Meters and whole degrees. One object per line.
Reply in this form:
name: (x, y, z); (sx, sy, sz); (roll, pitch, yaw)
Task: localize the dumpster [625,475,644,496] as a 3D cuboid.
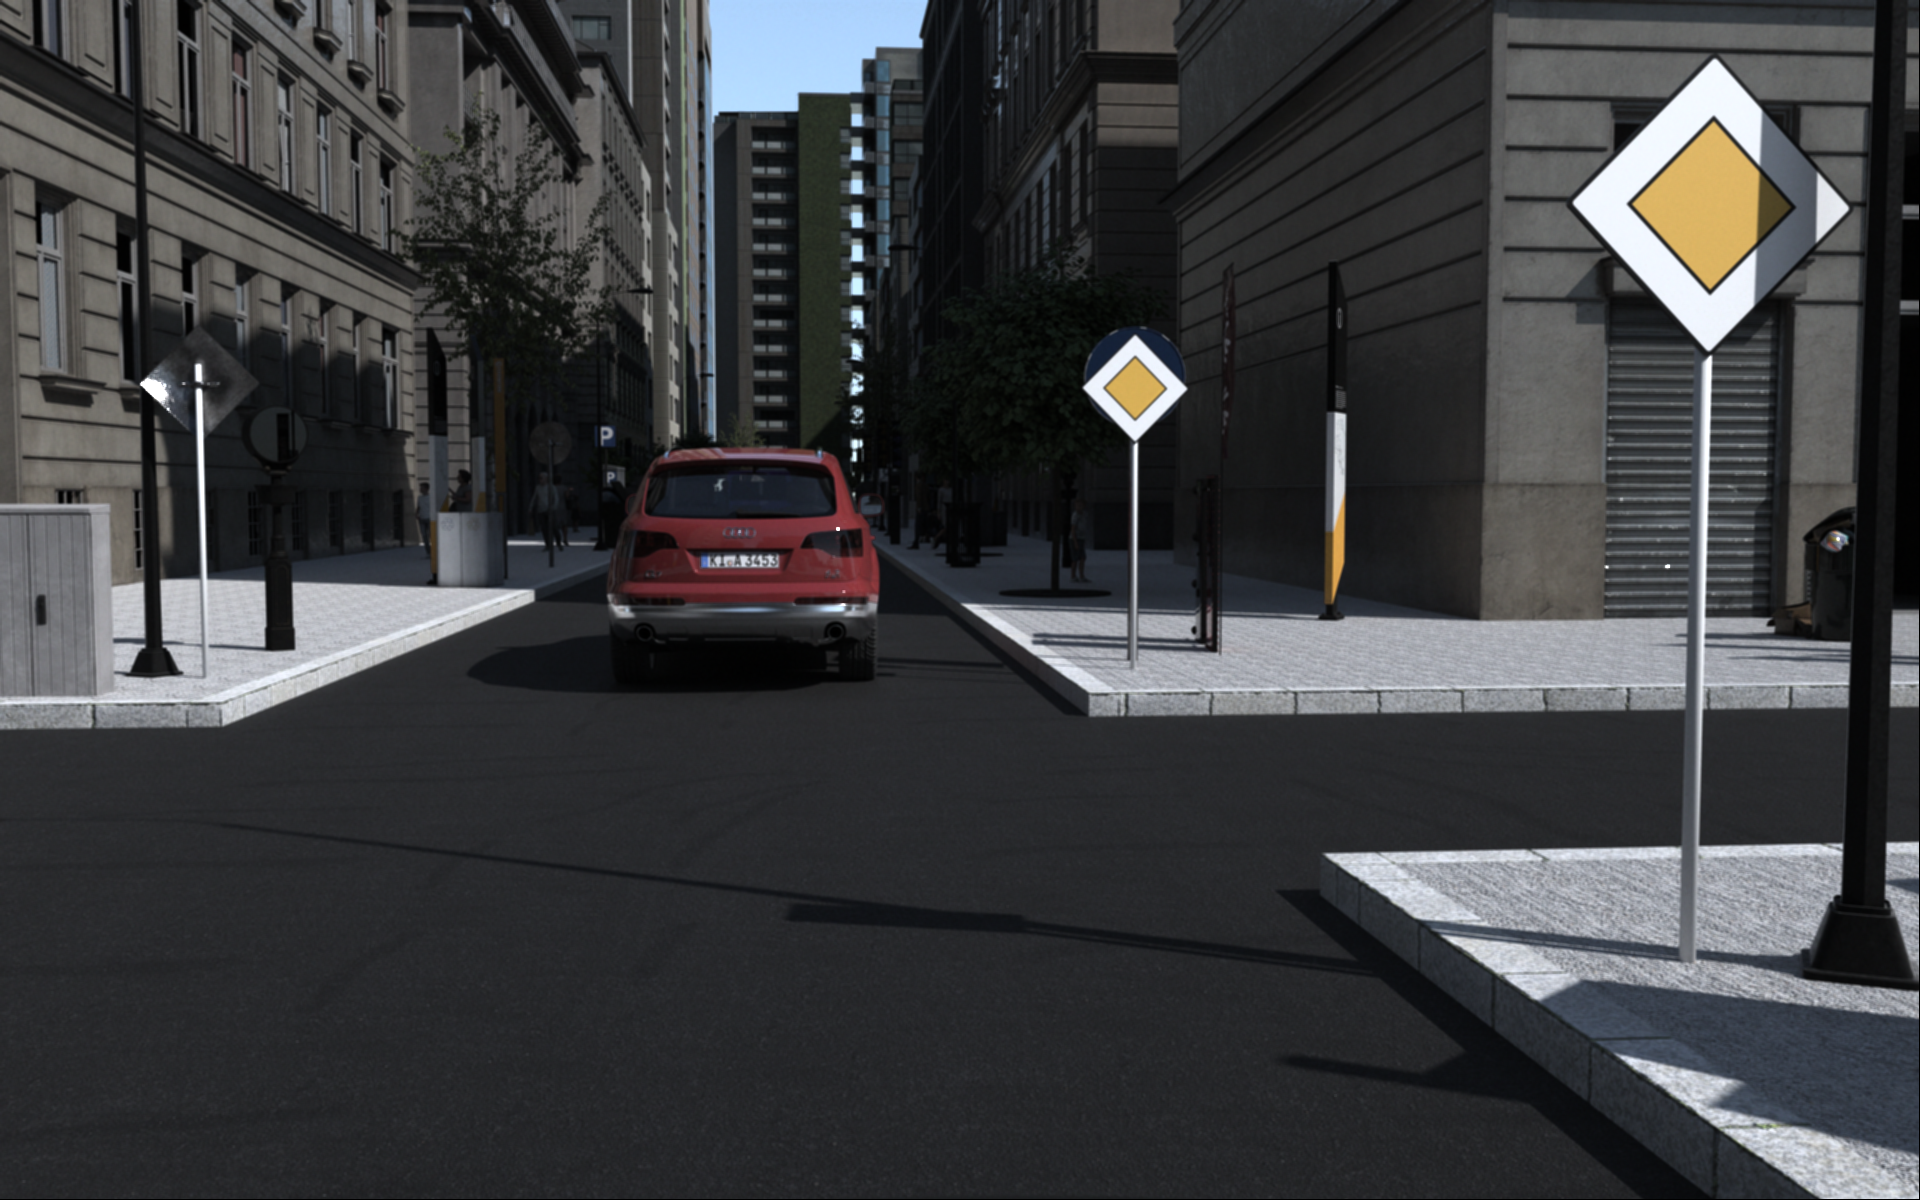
dumpster: (-9.527, -2.854, 52.419); (1.264, 1.857, 1.865); (0, 4, -5)

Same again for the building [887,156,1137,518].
building: (10.330, -15.860, 104.349); (27.650, 21.520, 28.899); (0, 4, -5)

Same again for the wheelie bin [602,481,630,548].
wheelie bin: (-8.153, -2.025, 41.010); (0.693, 1.594, 0.980); (0, 4, 6)

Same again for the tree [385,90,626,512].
tree: (-8.609, -5.040, 32.761); (4.737, 8.622, 4.395); (0, 3, 0)

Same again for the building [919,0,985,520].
building: (6.099, -17.293, 76.246); (14.314, 27.812, 24.014); (0, 4, -5)

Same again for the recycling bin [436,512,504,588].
recycling bin: (-6.797, -0.703, 24.051); (0.722, 1.027, 0.722); (0, 4, 4)

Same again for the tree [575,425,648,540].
tree: (-9.920, -3.279, 48.206); (1.663, 3.219, 1.824); (0, 3, 0)

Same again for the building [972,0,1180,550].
building: (7.560, -15.534, 51.237); (12.463, 27.353, 25.104); (0, 4, -5)

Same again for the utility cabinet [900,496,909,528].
utility cabinet: (-2.184, -3.323, 65.500); (0.306, 1.237, 1.020); (1, 4, 9)

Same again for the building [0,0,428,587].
building: (-19.465, -11.901, 27.872); (16.112, 22.955, 30.059); (0, 4, -5)

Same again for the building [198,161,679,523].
building: (-31.224, -15.587, 99.880); (27.650, 21.520, 28.899); (0, 4, -5)

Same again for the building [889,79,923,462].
building: (1.829, -21.599, 124.852); (14.160, 30.474, 14.107); (0, 4, -5)

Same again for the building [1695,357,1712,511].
building: (50.727, -30.558, 154.245); (28.867, 44.769, 22.147); (0, 4, -5)

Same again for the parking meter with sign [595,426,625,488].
parking meter with sign: (-8.959, -2.980, 44.981); (0.543, 3.016, 1.738); (0, 4, 4)

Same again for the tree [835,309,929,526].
tree: (-3.244, -7.311, 69.903); (4.737, 8.622, 4.395); (0, 3, 0)

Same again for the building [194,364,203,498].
building: (-78.900, -29.855, 142.761); (28.867, 44.769, 22.147); (0, 4, -5)

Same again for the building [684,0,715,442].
building: (-29.068, -30.651, 151.248); (14.200, 45.320, 14.600); (0, 4, -5)

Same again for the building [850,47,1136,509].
building: (3.319, -34.711, 187.137); (30.456, 49.044, 23.786); (0, 4, -5)

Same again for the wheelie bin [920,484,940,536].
wheelie bin: (-0.828, -2.735, 52.623); (0.693, 1.594, 0.980); (3, 5, 44)

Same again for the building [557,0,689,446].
building: (-26.624, -26.767, 121.239); (14.154, 41.232, 14.086); (0, 4, -5)

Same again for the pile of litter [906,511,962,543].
pile of litter: (-0.521, -1.933, 45.573); (1.719, 0.858, 1.176); (3, 5, 39)

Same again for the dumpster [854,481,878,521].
dumpster: (-4.232, -4.523, 79.710); (1.264, 1.857, 1.865); (0, 4, -5)

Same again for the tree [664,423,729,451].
tree: (-12.081, -5.890, 80.018); (4.285, 4.588, 4.351); (0, 3, 0)

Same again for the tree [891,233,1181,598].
tree: (1.141, -2.340, 21.971); (4.285, 4.588, 4.351); (0, 3, 0)

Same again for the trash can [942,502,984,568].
trash can: (0.056, -1.148, 30.428); (0.748, 1.137, 0.748); (0, 3, 0)

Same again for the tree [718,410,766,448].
tree: (-19.115, -12.298, 151.434); (4.737, 8.622, 4.395); (0, 3, 0)

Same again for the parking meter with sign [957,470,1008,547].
parking meter with sign: (0.475, -2.813, 42.251); (0.543, 3.016, 1.738); (3, 5, 39)

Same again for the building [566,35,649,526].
building: (-19.457, -13.916, 76.673); (9.793, 20.994, 18.267); (0, 4, -5)

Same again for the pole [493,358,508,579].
pole: (-6.918, -1.972, 26.079); (0.158, 3.312, 0.155); (0, 3, 0)

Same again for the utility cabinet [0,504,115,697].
utility cabinet: (-5.990, 0.007, 11.055); (1.020, 1.237, 0.306); (0, 4, -2)

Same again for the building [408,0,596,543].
building: (-19.743, -13.065, 55.410); (13.314, 21.916, 24.055); (0, 4, -5)

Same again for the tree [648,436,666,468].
tree: (-10.014, -3.871, 57.900); (1.663, 3.219, 1.824); (0, 3, 0)

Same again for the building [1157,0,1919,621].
building: (18.776, -11.747, 25.353); (30.059, 22.955, 16.112); (0, 4, -5)

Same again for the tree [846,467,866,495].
tree: (-6.767, -7.229, 112.798); (1.663, 3.219, 1.824); (0, 3, 0)

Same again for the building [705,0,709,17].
building: (-40.397, -39.125, 181.694); (28.212, 58.520, 21.231); (0, 4, -5)

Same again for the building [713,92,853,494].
building: (-18.356, -30.353, 179.859); (14.086, 41.232, 14.154); (0, 4, -5)

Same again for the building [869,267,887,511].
building: (6.690, -18.510, 147.679); (27.650, 21.520, 28.899); (0, 4, -5)
